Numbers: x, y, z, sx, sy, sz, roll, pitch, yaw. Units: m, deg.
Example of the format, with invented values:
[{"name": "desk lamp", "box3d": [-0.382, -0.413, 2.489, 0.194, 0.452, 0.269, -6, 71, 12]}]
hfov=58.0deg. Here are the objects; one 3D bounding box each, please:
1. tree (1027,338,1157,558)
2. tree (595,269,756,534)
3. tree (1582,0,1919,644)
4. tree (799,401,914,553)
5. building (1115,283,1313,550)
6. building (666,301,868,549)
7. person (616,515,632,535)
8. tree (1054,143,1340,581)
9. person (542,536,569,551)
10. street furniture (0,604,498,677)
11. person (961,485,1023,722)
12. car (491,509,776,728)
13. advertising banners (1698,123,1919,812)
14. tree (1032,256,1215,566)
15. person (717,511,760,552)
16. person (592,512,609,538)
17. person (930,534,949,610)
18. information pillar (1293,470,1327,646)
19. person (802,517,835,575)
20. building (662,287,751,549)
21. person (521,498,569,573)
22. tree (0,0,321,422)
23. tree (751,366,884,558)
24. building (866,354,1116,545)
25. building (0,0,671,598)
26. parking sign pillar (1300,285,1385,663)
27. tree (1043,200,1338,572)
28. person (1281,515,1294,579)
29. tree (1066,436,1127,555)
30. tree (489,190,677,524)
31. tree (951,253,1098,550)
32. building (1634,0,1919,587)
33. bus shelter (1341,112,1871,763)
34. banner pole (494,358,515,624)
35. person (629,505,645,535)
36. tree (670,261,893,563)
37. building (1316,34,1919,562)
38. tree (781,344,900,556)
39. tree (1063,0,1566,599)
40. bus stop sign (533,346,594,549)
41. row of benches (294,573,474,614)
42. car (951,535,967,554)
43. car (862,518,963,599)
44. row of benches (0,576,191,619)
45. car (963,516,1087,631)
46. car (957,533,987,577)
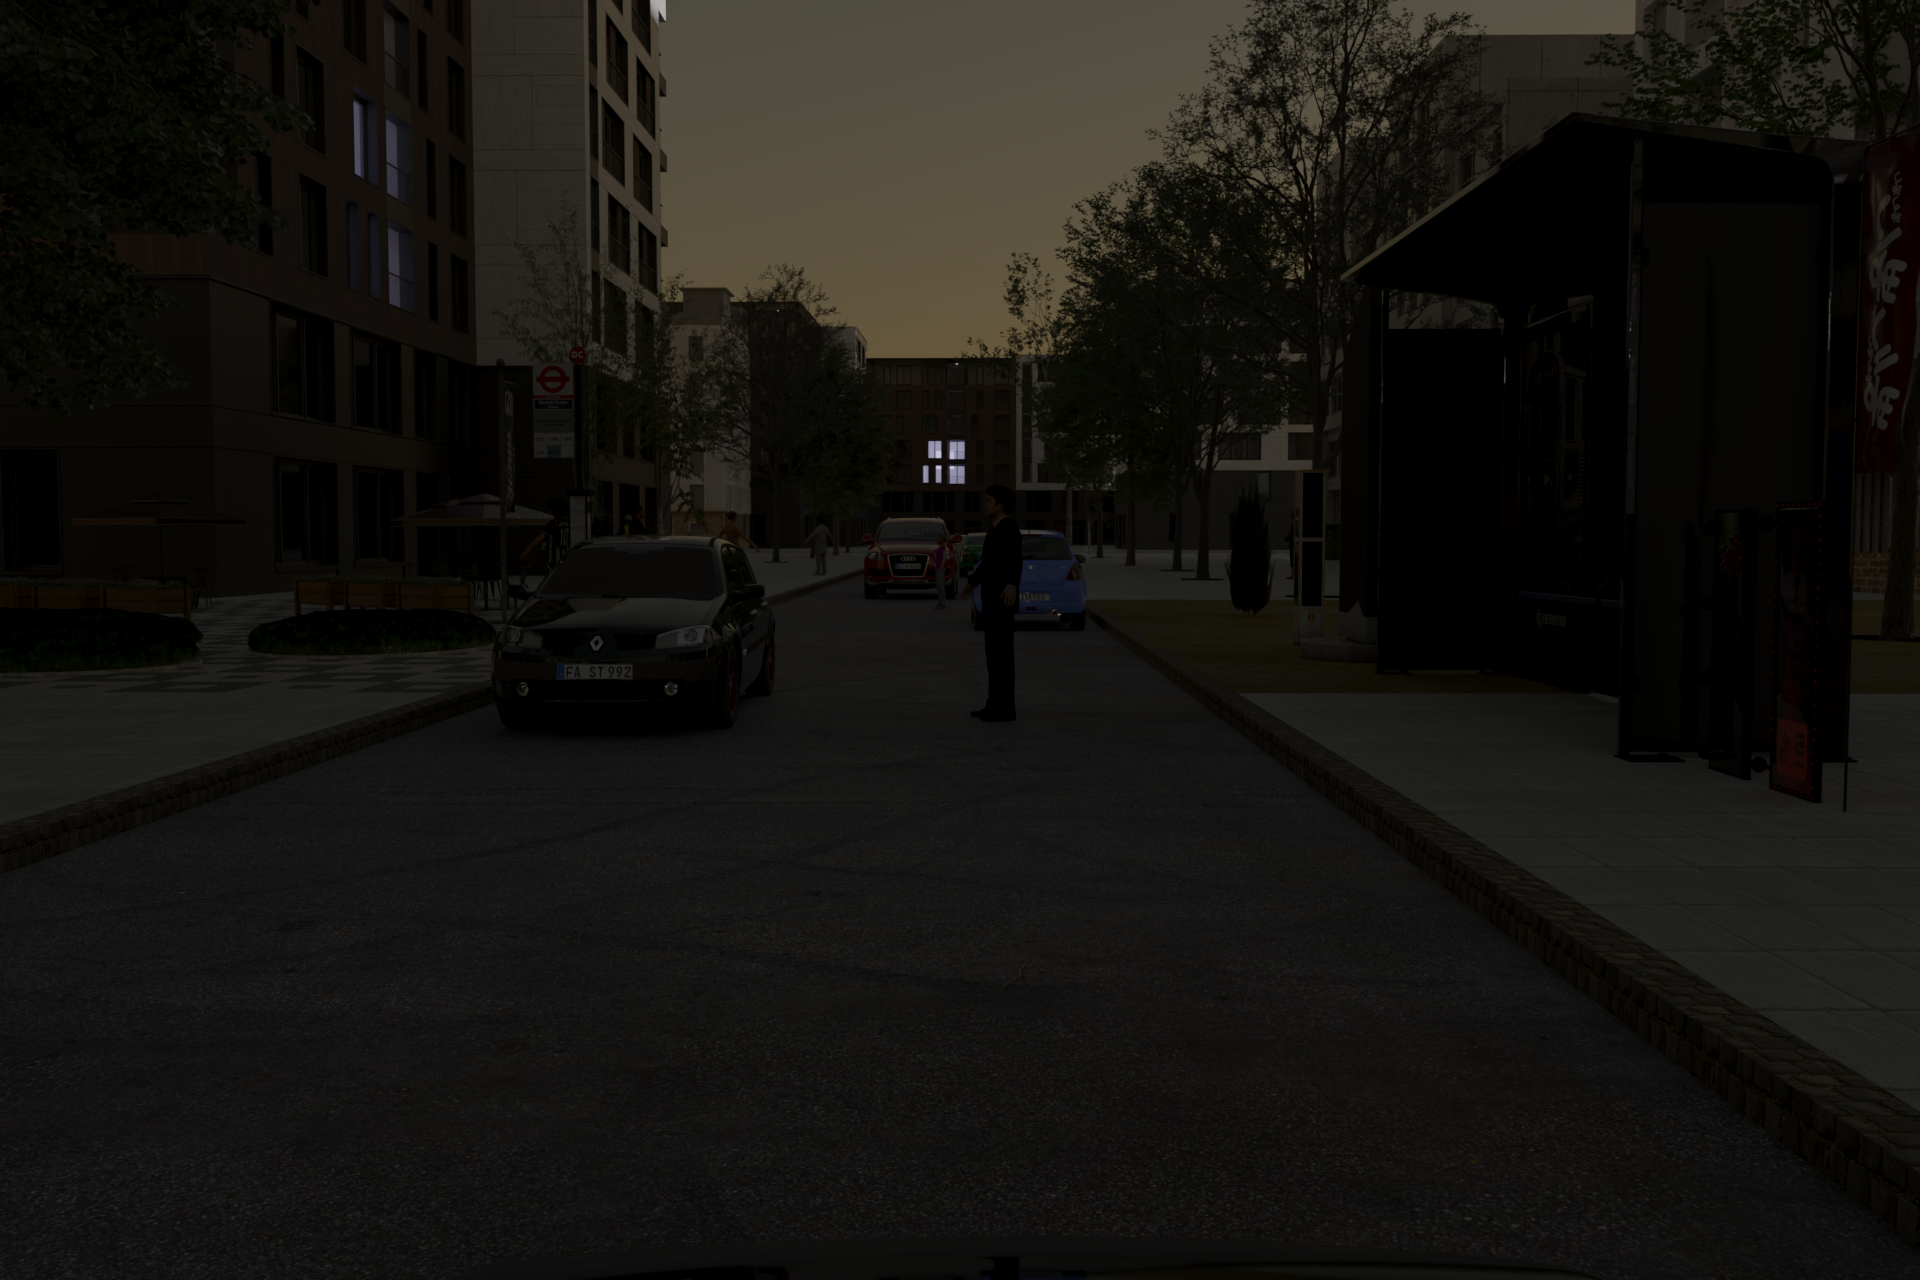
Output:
[{"name": "tree", "box3d": [7.378, -10.186, 92.303, 9.928, 11.665, 9.643, 0, 3, 0]}, {"name": "tree", "box3d": [-8.229, -6.019, 48.777, 4.737, 8.622, 4.395, 0, 3, 0]}, {"name": "tree", "box3d": [11.271, -5.787, 20.374, 9.928, 11.665, 9.643, 0, 3, 0]}, {"name": "tree", "box3d": [-7.529, -11.117, 116.178, 8.767, 10.594, 7.601, -1, 4, -15]}, {"name": "building", "box3d": [27.702, -19.037, 155.226, 27.936, 21.610, 32.646, 0, 4, 1]}, {"name": "building", "box3d": [-24.196, -19.870, 168.850, 27.936, 21.610, 32.646, 0, 4, 1]}, {"name": "person", "box3d": [-9.690, -2.728, 50.575, 1.349, 1.833, 0.705, -3, 5, -40]}, {"name": "tree", "box3d": [6.644, -7.458, 47.693, 9.928, 11.665, 9.643, 0, 3, 0]}, {"name": "person", "box3d": [-8.640, -1.905, 37.610, 0.721, 1.772, 1.216, 2, 4, 32]}, {"name": "street furniture", "box3d": [-10.469, -0.187, 18.684, 10.072, 0.657, 5.734, 1, 4, 12]}, {"name": "person", "box3d": [0.276, -0.290, 13.387, 0.705, 1.806, 1.347, -1, 4, -14]}, {"name": "car", "box3d": [-2.519, -0.258, 14.010, 2.009, 1.686, 4.222, 0, 4, 0]}, {"name": "advertising banners", "box3d": [4.094, -0.749, 8.430, 0.090, 3.025, 2.074, 0, 4, 1]}, {"name": "tree", "box3d": [6.821, -9.303, 70.228, 7.486, 12.596, 7.792, 0, 3, 0]}, {"name": "person", "box3d": [-4.362, -1.645, 33.695, 1.217, 1.733, 0.721, 3, 4, 39]}, {"name": "person", "box3d": [-9.002, -2.290, 43.229, 0.705, 1.856, 1.354, 1, 4, 23]}, {"name": "person", "box3d": [-0.426, -1.294, 32.875, 0.599, 1.433, 0.991, -1, 4, -13]}, {"name": "information pillar", "box3d": [4.013, -0.942, 19.896, 0.304, 2.012, 0.304, 0, 4, -1]}, {"name": "person", "box3d": [-4.358, -2.923, 53.977, 0.705, 1.806, 1.347, 3, 5, 45]}, {"name": "building", "box3d": [-22.845, -16.984, 134.111, 16.016, 20.090, 11.380, 0, 4, 0]}, {"name": "person", "box3d": [-6.194, -1.249, 26.569, 0.704, 1.843, 1.345, 2, 4, 28]}, {"name": "tree", "box3d": [-8.859, -6.487, 12.710, 9.857, 13.997, 8.962, 0, 3, 0]}, {"name": "tree", "box3d": [-7.485, -9.610, 91.533, 7.601, 10.594, 8.767, -1, 4, -11]}, {"name": "building", "box3d": [4.524, -22.216, 209.663, 32.646, 21.610, 27.936, 0, 4, 1]}, {"name": "building", "box3d": [-25.254, -12.626, 50.409, 27.936, 21.610, 32.646, 0, 4, 1]}, {"name": "parking sign pillar", "box3d": [4.258, -1.794, 17.812, 1.447, 3.967, 1.447, 0, 4, 0]}, {"name": "tree", "box3d": [7.615, -9.107, 59.272, 12.009, 13.543, 11.850, 0, 3, 0]}, {"name": "person", "box3d": [9.465, -2.632, 49.164, 0.704, 1.812, 1.346, 2, 4, 32]}, {"name": "tree", "box3d": [7.971, -9.677, 108.588, 4.360, 8.622, 3.978, 0, 3, 0]}, {"name": "tree", "box3d": [-8.556, -5.364, 38.072, 4.360, 8.622, 3.978, 0, 3, 0]}, {"name": "tree", "box3d": [6.138, -16.009, 117.634, 12.611, 20.169, 13.585, 0, 3, 0]}, {"name": "building", "box3d": [24.638, -11.767, 48.811, 16.016, 20.090, 11.380, 0, 4, 0]}, {"name": "bus shelter", "box3d": [4.295, -1.315, 12.780, 1.731, 3.624, 6.357, 0, 4, 1]}, {"name": "banner pole", "box3d": [-6.535, -2.139, 24.995, 0.401, 3.779, 0.863, 0, 4, 1]}, {"name": "person", "box3d": [-5.812, -1.543, 31.449, 0.704, 1.802, 1.346, -2, 4, -25]}, {"name": "tree", "box3d": [-8.110, -10.209, 77.284, 12.009, 13.543, 11.850, 0, 3, 0]}, {"name": "building", "box3d": [25.685, -12.453, 70.056, 16.747, 18.905, 31.486, 0, 4, 1]}, {"name": "tree", "box3d": [-7.279, -11.319, 103.197, 7.486, 12.596, 7.792, 0, 3, 0]}, {"name": "tree", "box3d": [7.309, -7.594, 34.526, 12.009, 13.543, 11.850, 0, 3, 0]}, {"name": "bus stop sign", "box3d": [-5.637, -2.200, 24.679, 0.855, 3.939, 0.416, 0, 4, 2]}, {"name": "row of benches", "box3d": [-8.779, -0.668, 26.381, 4.104, 0.672, 1.422, 3, 5, 40]}, {"name": "car", "box3d": [0.063, -5.116, 96.007, 2.083, 1.381, 4.827, 0, 4, 1]}, {"name": "car", "box3d": [-1.071, -1.905, 39.818, 2.281, 1.827, 5.304, 0, 4, 1]}, {"name": "row of benches", "box3d": [-12.728, -0.572, 24.819, 4.104, 0.672, 1.422, 2, 4, 26]}, {"name": "car", "box3d": [1.018, -1.065, 27.000, 1.945, 1.707, 3.694, 0, 4, -1]}, {"name": "car", "box3d": [0.876, -3.054, 58.725, 1.959, 1.807, 4.718, 0, 4, 1]}]
